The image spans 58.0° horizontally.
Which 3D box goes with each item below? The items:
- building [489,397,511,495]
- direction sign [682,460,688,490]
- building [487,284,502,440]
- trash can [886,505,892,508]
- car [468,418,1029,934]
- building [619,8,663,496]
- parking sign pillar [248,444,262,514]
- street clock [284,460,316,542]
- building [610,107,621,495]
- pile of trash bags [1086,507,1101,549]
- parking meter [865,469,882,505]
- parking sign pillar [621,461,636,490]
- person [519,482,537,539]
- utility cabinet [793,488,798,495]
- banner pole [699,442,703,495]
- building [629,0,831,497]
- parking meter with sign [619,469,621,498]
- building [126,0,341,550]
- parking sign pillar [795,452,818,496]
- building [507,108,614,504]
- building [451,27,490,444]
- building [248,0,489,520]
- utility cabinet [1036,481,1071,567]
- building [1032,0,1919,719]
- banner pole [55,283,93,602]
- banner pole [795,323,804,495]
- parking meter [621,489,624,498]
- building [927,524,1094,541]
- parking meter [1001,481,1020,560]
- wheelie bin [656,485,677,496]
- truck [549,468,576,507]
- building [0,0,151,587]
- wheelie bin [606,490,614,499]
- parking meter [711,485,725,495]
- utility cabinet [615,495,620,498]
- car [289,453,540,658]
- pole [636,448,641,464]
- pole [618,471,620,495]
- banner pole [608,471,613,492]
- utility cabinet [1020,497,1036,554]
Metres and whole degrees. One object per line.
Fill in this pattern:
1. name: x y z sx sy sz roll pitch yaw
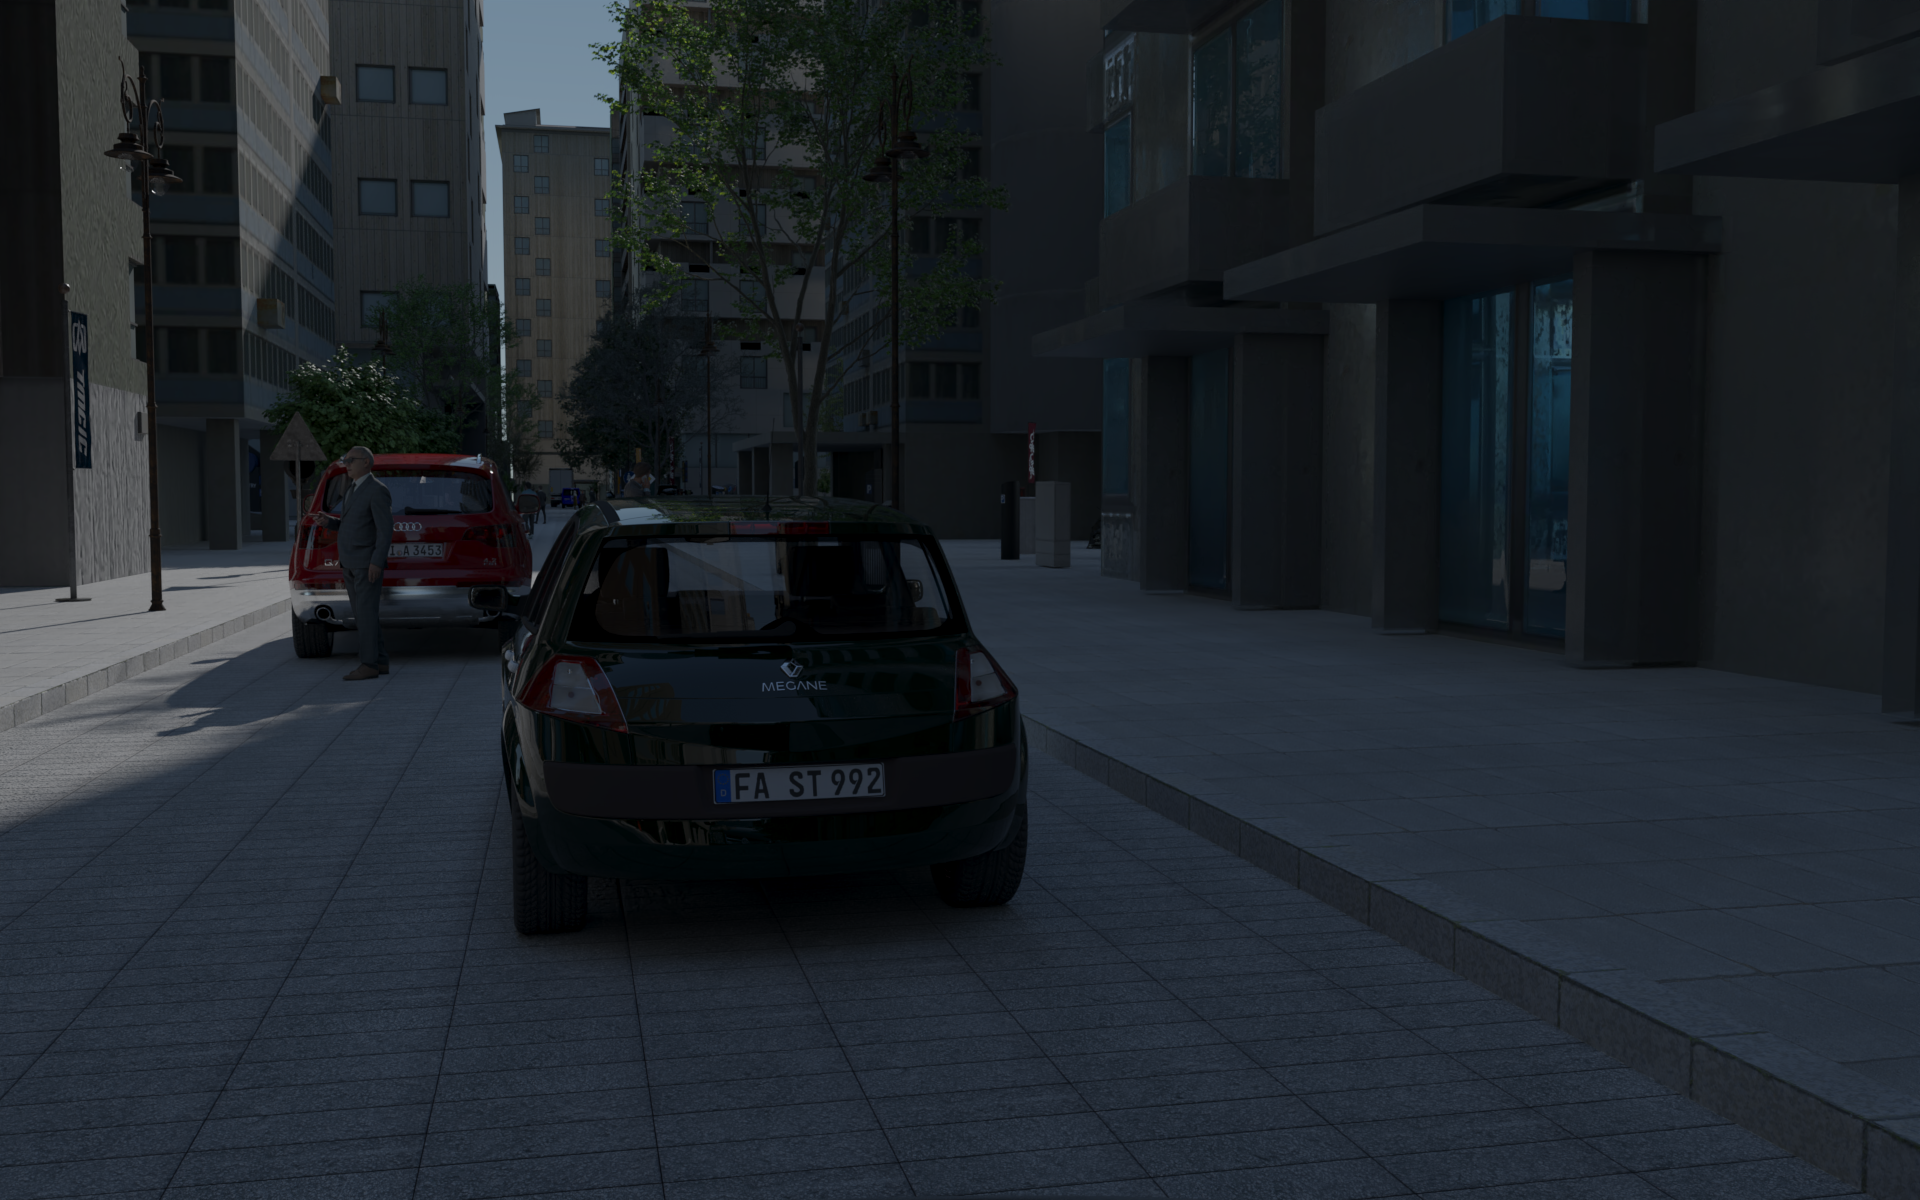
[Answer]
1. building: -69.825 -54.508 203.884 31.000 86.520 22.319 -1 4 -13
2. direction sign: -18.560 -7.640 116.916 0.379 3.537 0.876 -2 4 -31
3. building: -69.928 -28.426 236.464 14.107 30.474 14.160 -1 4 -13
4. trash can: -1.194 -0.661 22.469 0.748 1.137 0.748 0 3 0
5. car: -1.004 0.160 7.178 2.009 1.686 4.222 -1 4 -15
6. building: -22.072 -33.405 169.876 21.300 48.544 21.600 -1 4 -13
7. parking sign pillar: -32.963 -5.611 80.209 1.447 3.967 1.447 1 4 9
8. street clock: -11.356 -1.545 29.828 0.471 2.002 0.358 -3 5 -41
9. building: -30.415 -30.779 186.834 14.154 41.232 14.086 -1 4 -13
10. pile of trash bags: 4.419 -1.946 41.565 1.912 1.369 3.447 2 4 27
11. parking meter: -2.024 -2.125 40.462 0.255 1.863 0.399 -3 4 -36
12. parking sign pillar: -22.193 -7.851 116.832 1.447 3.967 1.447 1 4 19
13. person: -13.690 -2.846 55.047 0.620 1.820 0.660 3 4 39
14. utility cabinet: -6.710 -3.625 67.949 1.173 1.500 0.318 -1 4 -17
15. banner pole: -12.423 -5.692 83.080 0.401 3.779 0.863 -1 4 -18
16. building: -11.500 -33.373 134.880 28.713 52.752 27.495 -1 4 -13
17. parking meter with sign: -23.332 -7.549 119.691 0.543 3.016 1.738 -1 4 -8
18. building: -29.568 -21.602 45.070 23.993 40.220 32.217 -1 4 -13
19. parking sign pillar: -8.839 -6.796 99.586 1.447 3.967 1.447 0 4 -1
20. building: -51.053 -40.202 246.541 27.495 52.752 28.713 -1 4 -13
21. building: -41.268 -26.890 123.240 14.154 41.232 14.086 -1 4 -13
22. building: -40.057 -30.853 93.688 28.713 52.752 27.495 -1 4 -13
23. utility cabinet: 1.638 -1.327 30.372 0.318 1.500 1.173 -1 4 -13
24. building: 14.336 -24.200 15.273 23.786 49.044 30.456 -1 4 -13
25. banner pole: -10.649 -1.888 20.893 0.401 3.779 0.863 0 4 -4
26. banner pole: -2.360 -2.183 25.704 0.401 3.779 0.863 0 4 -4
27. parking meter: -18.128 -5.203 93.483 0.372 1.533 0.369 0 3 0
28. building: 9.276 -22.236 55.436 32.217 40.220 23.993 -1 4 -13
29. parking meter: 0.986 -1.558 33.892 0.372 1.533 0.369 0 3 0
30. wheelie bin: -9.813 -3.087 58.380 0.980 1.594 0.693 -2 4 -27
31. truck: -44.207 -12.449 192.459 2.839 4.237 11.283 -1 4 -11
32. building: -18.649 -15.153 19.448 14.160 30.474 14.107 -1 4 -13
33. wheelie bin: -27.784 -7.936 137.656 0.693 1.594 0.980 -1 4 -16
34. parking meter: -6.792 -2.462 48.670 0.372 1.533 0.369 0 3 0
35. utility cabinet: -27.735 -7.854 139.568 1.020 1.237 0.306 -3 4 -39
36. car: -5.237 -0.500 16.845 2.281 1.827 5.304 -1 4 -15
37. pole: -14.282 -5.089 77.041 0.158 3.312 0.155 0 3 0
38. pole: -29.046 -9.402 147.564 0.158 3.312 0.155 0 3 0
39. banner pole: -29.320 -9.480 145.018 0.863 3.779 0.401 3 5 41
40. utility cabinet: 1.438 -1.586 37.100 1.020 1.237 0.306 -1 4 -13
